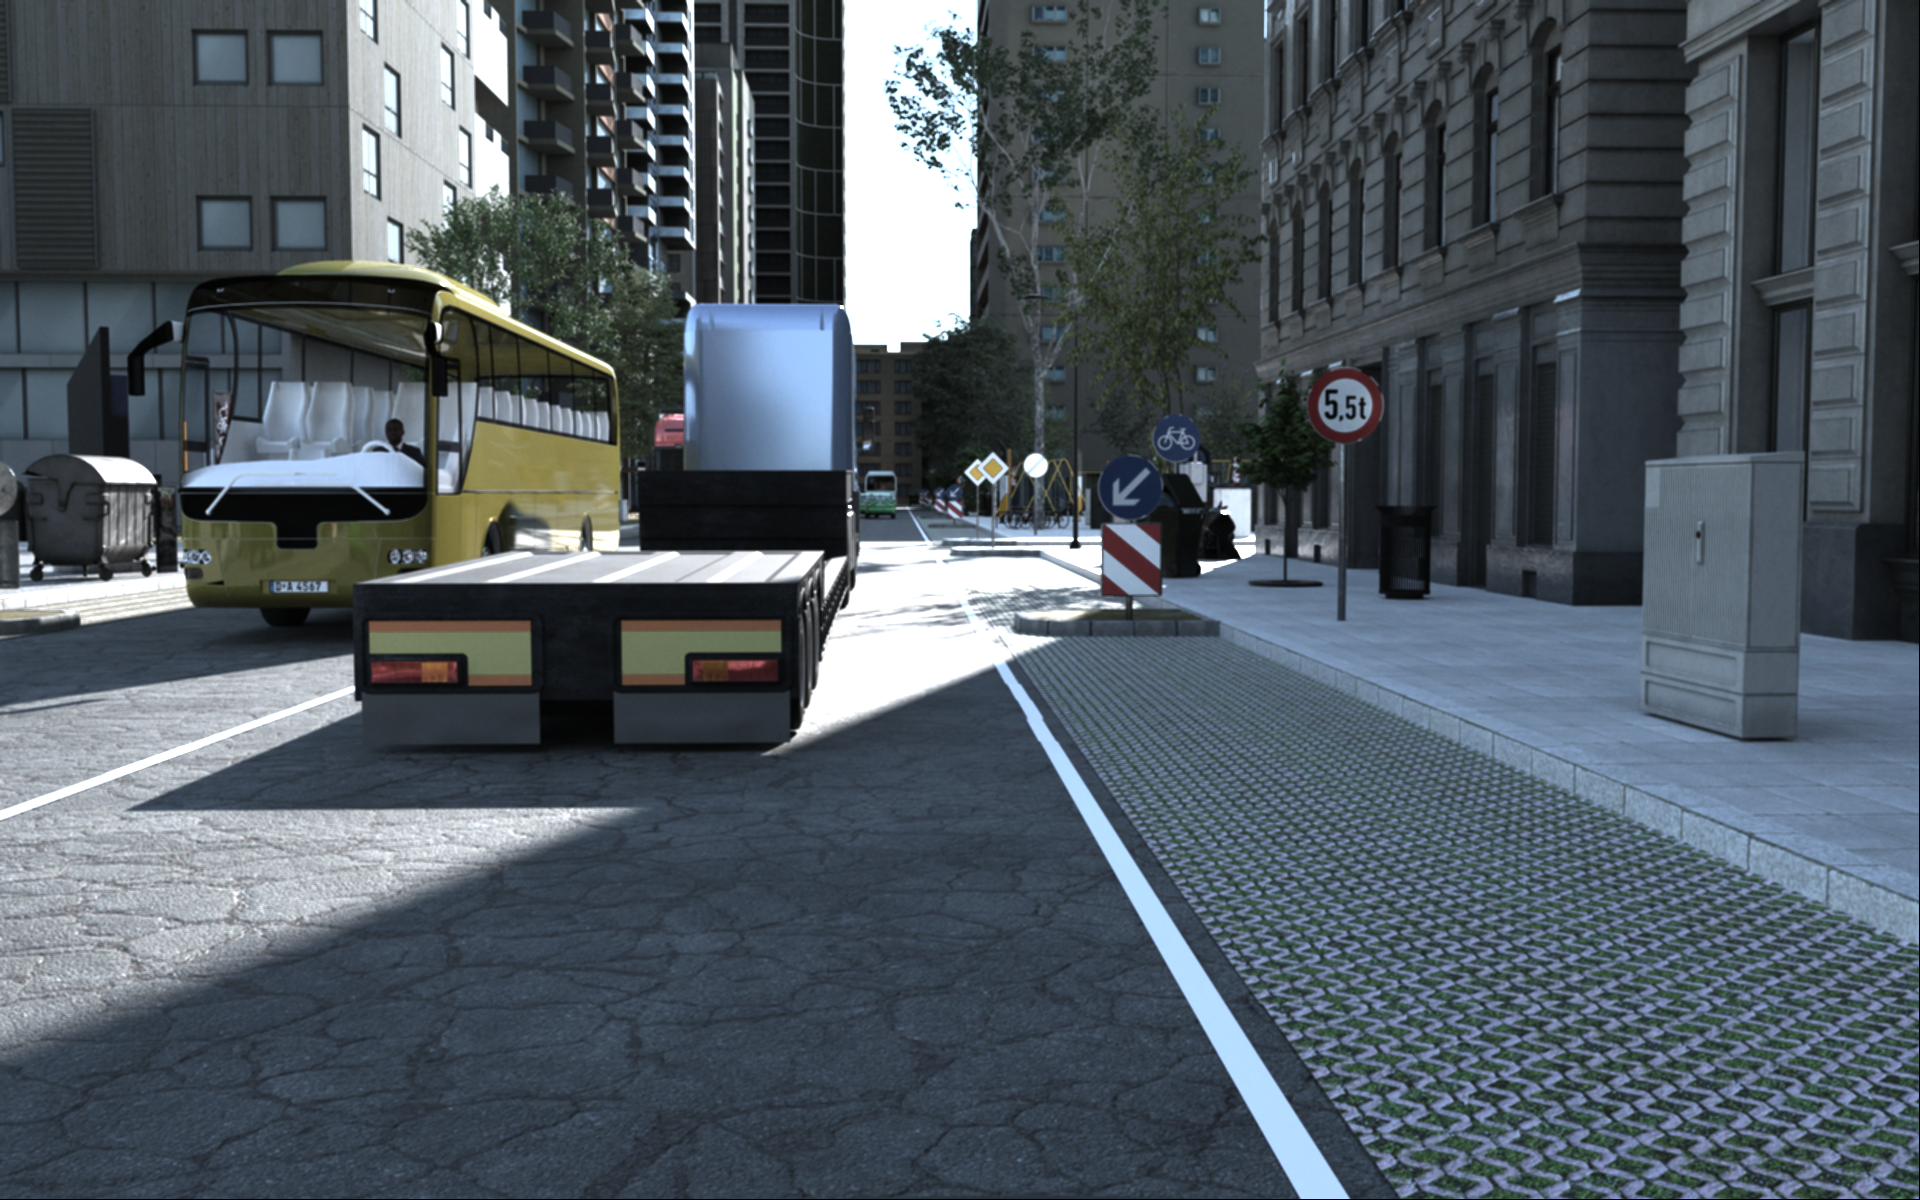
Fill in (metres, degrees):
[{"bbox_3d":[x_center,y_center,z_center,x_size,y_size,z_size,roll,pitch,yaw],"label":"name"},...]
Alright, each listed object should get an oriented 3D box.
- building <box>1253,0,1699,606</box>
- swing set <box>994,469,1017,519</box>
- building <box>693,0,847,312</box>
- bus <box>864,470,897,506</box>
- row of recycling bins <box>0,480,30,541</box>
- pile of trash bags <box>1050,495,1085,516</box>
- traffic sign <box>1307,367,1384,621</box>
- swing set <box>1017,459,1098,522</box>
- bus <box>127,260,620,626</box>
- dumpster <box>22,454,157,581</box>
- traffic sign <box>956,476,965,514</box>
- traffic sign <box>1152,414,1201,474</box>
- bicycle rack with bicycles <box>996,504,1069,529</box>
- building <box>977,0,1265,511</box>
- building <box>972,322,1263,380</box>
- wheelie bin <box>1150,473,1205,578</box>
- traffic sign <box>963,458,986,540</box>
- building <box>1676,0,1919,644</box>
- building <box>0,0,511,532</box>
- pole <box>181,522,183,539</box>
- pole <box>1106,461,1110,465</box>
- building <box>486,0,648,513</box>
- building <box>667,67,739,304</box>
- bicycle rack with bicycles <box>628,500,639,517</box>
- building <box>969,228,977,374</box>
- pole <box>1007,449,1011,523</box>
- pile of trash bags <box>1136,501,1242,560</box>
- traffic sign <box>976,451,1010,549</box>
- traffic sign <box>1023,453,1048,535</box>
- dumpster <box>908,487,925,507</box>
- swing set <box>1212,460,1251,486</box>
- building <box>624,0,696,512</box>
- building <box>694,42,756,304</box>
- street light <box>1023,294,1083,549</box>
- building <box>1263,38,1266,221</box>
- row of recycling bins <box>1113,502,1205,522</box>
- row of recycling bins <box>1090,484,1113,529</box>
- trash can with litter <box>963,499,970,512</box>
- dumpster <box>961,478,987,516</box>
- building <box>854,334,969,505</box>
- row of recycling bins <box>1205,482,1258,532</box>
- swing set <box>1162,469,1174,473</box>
[{"bbox_3d":[11.396,-10.957,28.302,9.793,20.994,18.267,0,4,-2],"label":"building"},{"bbox_3d":[3.158,-5.265,83.704,2.862,2.851,3.119,0,4,-6],"label":"swing set"},{"bbox_3d":[-24.816,-47.710,218.304,20.611,71.187,20.563,0,4,-2],"label":"building"},{"bbox_3d":[-6.685,-9.241,145.952,2.948,3.499,13.247,0,4,-3],"label":"bus"},{"bbox_3d":[-24.610,-2.465,47.422,3.534,1.692,1.069,0,4,-3],"label":"row of recycling bins"},{"bbox_3d":[6.485,-5.649,102.105,1.912,1.369,3.447,1,4,17],"label":"pile of trash bags"},{"bbox_3d":[3.870,-1.063,17.488,0.768,2.556,0.104,0,4,3],"label":"traffic sign"},{"bbox_3d":[4.368,-4.911,77.923,2.862,2.851,3.119,0,4,-8],"label":"swing set"},{"bbox_3d":[-6.512,-1.869,22.110,2.896,3.916,12.252,0,4,-3],"label":"bus"},{"bbox_3d":[-13.115,-1.246,26.134,1.264,1.857,1.865,0,4,-2],"label":"dumpster"},{"bbox_3d":[0.158,-6.767,110.743,0.768,2.556,0.104,0,4,7],"label":"traffic sign"},{"bbox_3d":[3.459,-1.690,27.736,0.768,2.556,0.104,0,4,8],"label":"traffic sign"},{"bbox_3d":[2.722,-3.133,64.612,2.925,0.926,2.852,-1,4,-22],"label":"bicycle rack with bicycles"},{"bbox_3d":[12.477,-31.735,142.576,21.300,48.544,21.600,0,4,-2],"label":"building"},{"bbox_3d":[15.555,-19.808,168.901,27.650,21.520,28.899,0,4,-2],"label":"building"},{"bbox_3d":[3.292,-1.149,26.700,0.693,1.594,0.980,3,5,44],"label":"wheelie bin"},{"bbox_3d":[0.494,-2.756,48.702,0.795,2.450,0.064,0,4,-2],"label":"traffic sign"},{"bbox_3d":[12.779,-11.018,9.029,11.050,23.489,19.941,0,4,-2],"label":"building"},{"bbox_3d":[-34.040,-29.340,68.952,28.713,52.752,27.495,0,4,-2],"label":"building"},{"bbox_3d":[-21.833,-3.358,48.740,0.158,3.312,0.155,0,3,0],"label":"pole"},{"bbox_3d":[9.032,-6.852,105.873,0.158,3.312,0.155,0,3,0],"label":"pole"},{"bbox_3d":[-31.301,-27.572,105.427,22.147,44.769,28.867,0,4,-2],"label":"building"},{"bbox_3d":[-28.234,-29.204,161.074,14.154,41.232,14.086,0,4,-2],"label":"building"},{"bbox_3d":[-17.252,-5.140,97.422,2.925,0.926,2.852,3,5,44],"label":"bicycle rack with bicycles"},{"bbox_3d":[7.968,-25.574,189.839,14.160,30.474,14.107,0,4,-2],"label":"building"},{"bbox_3d":[2.208,-5.133,77.760,0.158,3.312,0.155,0,3,0],"label":"pole"},{"bbox_3d":[4.476,-1.556,35.196,1.912,1.369,3.447,0,4,-5],"label":"pile of trash bags"},{"bbox_3d":[0.774,-2.268,40.721,0.795,2.450,0.064,0,4,-2],"label":"traffic sign"},{"bbox_3d":[2.360,-3.298,54.029,0.768,2.556,0.104,0,4,2],"label":"traffic sign"},{"bbox_3d":[-4.926,-11.815,198.124,1.985,2.255,1.502,0,4,-3],"label":"dumpster"},{"bbox_3d":[12.466,-5.066,80.443,3.119,2.851,2.862,1,4,21],"label":"swing set"},{"bbox_3d":[-31.781,-50.421,137.053,22.319,86.520,31.000,0,4,-2],"label":"building"},{"bbox_3d":[-33.090,-34.257,183.797,21.600,48.544,21.300,0,4,-2],"label":"building"},{"bbox_3d":[2.171,-4.154,40.464,1.470,5.913,1.316,0,4,-2],"label":"street light"},{"bbox_3d":[44.316,-41.549,221.317,28.212,58.520,21.231,0,4,-2],"label":"building"},{"bbox_3d":[7.428,-3.354,61.944,3.534,1.692,1.069,0,4,-7],"label":"row of recycling bins"},{"bbox_3d":[5.984,-3.525,64.742,1.069,1.692,3.534,3,4,37],"label":"row of recycling bins"},{"bbox_3d":[0.705,-6.892,124.066,1.055,1.170,0.624,0,4,3],"label":"trash can with litter"},{"bbox_3d":[0.806,-5.977,100.224,1.502,2.255,1.985,0,4,-2],"label":"dumpster"},{"bbox_3d":[0.314,-23.197,224.318,28.899,21.520,27.650,0,4,-2],"label":"building"},{"bbox_3d":[10.351,-3.188,59.243,3.534,1.692,1.069,-1,4,-10],"label":"row of recycling bins"},{"bbox_3d":[14.086,-6.827,109.238,3.119,2.851,2.862,2,4,34],"label":"swing set"}]
